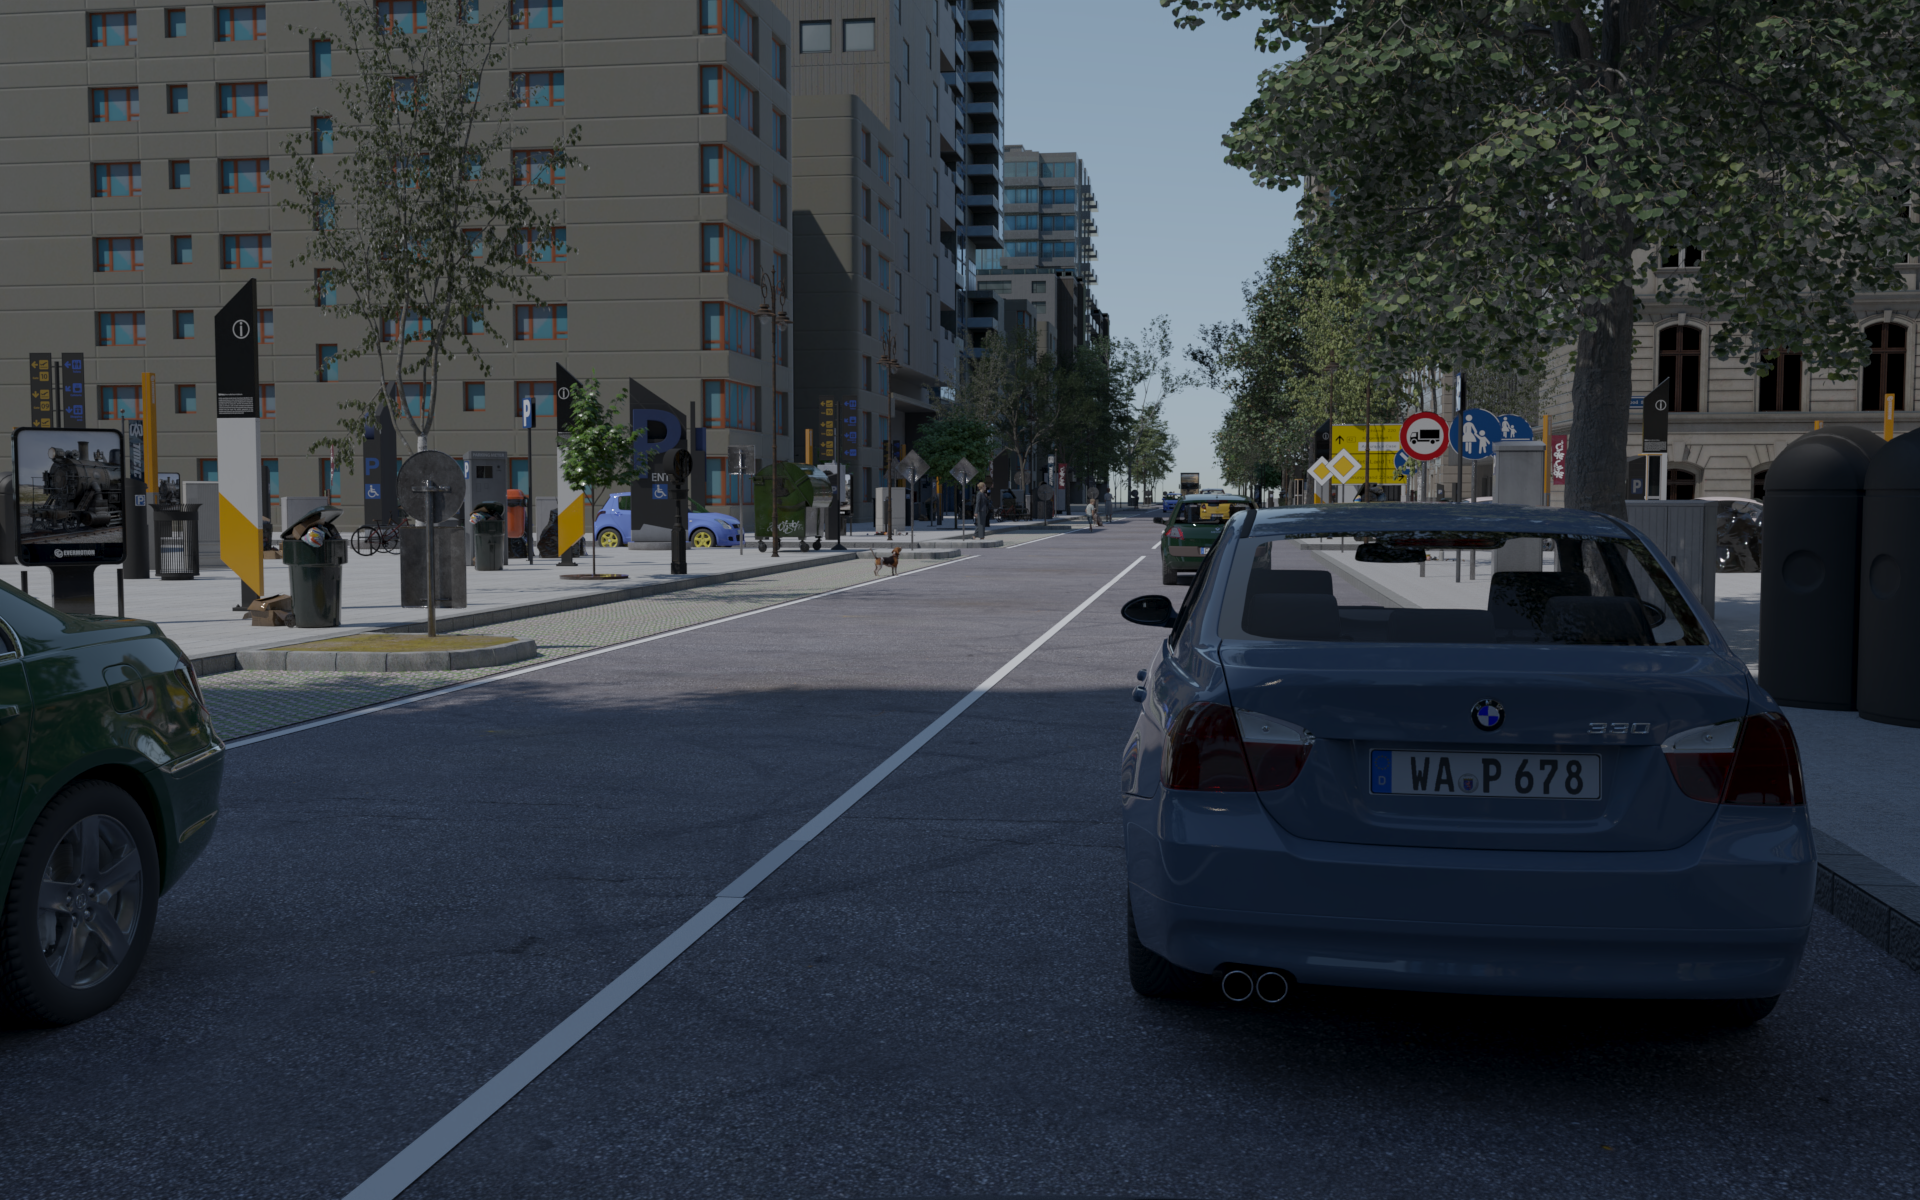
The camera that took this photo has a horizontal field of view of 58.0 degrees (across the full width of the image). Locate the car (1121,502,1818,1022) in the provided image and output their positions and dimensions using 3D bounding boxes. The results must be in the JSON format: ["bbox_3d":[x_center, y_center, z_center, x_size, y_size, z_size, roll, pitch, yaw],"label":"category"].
[{"bbox_3d":[1.541,0.361,6.094,2.014,1.417,4.499,1,4,9],"label":"car"}]

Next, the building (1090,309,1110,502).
[{"bbox_3d":[15.590,-30.281,266.797,14.160,30.474,14.107,1,4,8],"label":"building"}]

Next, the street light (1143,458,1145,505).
[{"bbox_3d":[21.847,-14.257,205.890,0.468,5.910,1.993,1,4,8],"label":"street light"}]

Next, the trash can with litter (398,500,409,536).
[{"bbox_3d":[-16.482,-2.376,50.234,0.624,1.170,1.055,3,5,42],"label":"trash can with litter"}]

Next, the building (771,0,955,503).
[{"bbox_3d":[-15.183,-31.824,109.557,28.713,52.752,27.495,1,4,8],"label":"building"}]

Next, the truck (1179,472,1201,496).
[{"bbox_3d":[30.106,-14.549,226.787,2.839,4.237,11.283,0,4,8],"label":"truck"}]

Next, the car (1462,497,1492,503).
[{"bbox_3d":[12.334,-1.773,41.350,4.827,1.381,2.083,0,4,8],"label":"car"}]

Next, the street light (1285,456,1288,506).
[{"bbox_3d":[15.817,-6.790,83.803,0.468,5.910,1.993,1,4,8],"label":"street light"}]

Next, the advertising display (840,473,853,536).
[{"bbox_3d":[-3.658,-2.937,53.241,0.974,1.923,0.123,3,5,41],"label":"advertising display"}]

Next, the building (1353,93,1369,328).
[{"bbox_3d":[41.031,-28.502,149.606,14.154,41.232,14.086,1,4,8],"label":"building"}]

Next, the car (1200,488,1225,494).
[{"bbox_3d":[16.623,-6.446,114.062,2.281,1.827,5.304,0,4,8],"label":"car"}]

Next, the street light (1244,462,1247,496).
[{"bbox_3d":[32.335,-13.609,195.287,0.468,5.910,1.993,1,4,8],"label":"street light"}]

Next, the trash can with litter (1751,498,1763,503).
[{"bbox_3d":[20.775,-2.023,44.458,0.624,1.170,1.055,-2,4,-28],"label":"trash can with litter"}]

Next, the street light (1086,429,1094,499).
[{"bbox_3d":[9.458,-9.206,123.307,0.468,5.910,1.993,1,4,8],"label":"street light"}]

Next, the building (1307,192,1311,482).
[{"bbox_3d":[59.268,-37.853,238.497,23.786,49.044,30.456,1,4,8],"label":"building"}]

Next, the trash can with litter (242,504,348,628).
[{"bbox_3d":[-6.456,-0.327,16.727,1.055,1.170,0.624,1,4,18],"label":"trash can with litter"}]

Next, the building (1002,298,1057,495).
[{"bbox_3d":[-5.621,-19.872,169.941,27.650,21.520,28.899,1,4,8],"label":"building"}]

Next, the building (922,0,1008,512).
[{"bbox_3d":[-7.072,-50.476,137.948,22.319,86.520,31.000,1,4,8],"label":"building"}]

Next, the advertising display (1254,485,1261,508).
[{"bbox_3d":[20.421,-6.955,118.927,0.123,1.923,0.974,-1,4,-10],"label":"advertising display"}]

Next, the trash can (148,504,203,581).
[{"bbox_3d":[-11.692,-0.868,25.851,0.748,1.137,0.748,0,3,0],"label":"trash can"}]

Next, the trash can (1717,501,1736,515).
[{"bbox_3d":[16.050,-1.537,36.776,0.748,1.137,0.748,0,3,0],"label":"trash can"}]

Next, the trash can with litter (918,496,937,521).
[{"bbox_3d":[-1.477,-4.304,81.761,0.624,1.170,1.055,3,5,40],"label":"trash can with litter"}]

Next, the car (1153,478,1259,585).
[{"bbox_3d":[4.193,-1.150,28.590,2.009,1.686,4.222,0,4,7],"label":"car"}]

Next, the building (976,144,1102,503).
[{"bbox_3d":[7.829,-38.200,244.177,23.786,49.044,30.456,1,4,8],"label":"building"}]

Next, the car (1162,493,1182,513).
[{"bbox_3d":[16.654,-7.648,134.635,1.945,1.707,3.694,1,4,8],"label":"car"}]

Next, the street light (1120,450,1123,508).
[{"bbox_3d":[14.742,-11.369,158.668,0.468,5.910,1.993,1,4,8],"label":"street light"}]

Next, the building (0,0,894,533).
[{"bbox_3d":[-18.980,-13.864,71.718,27.650,21.520,28.899,1,4,8],"label":"building"}]

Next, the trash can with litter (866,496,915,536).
[{"bbox_3d":[-2.091,-2.641,54.235,1.678,1.210,2.233,1,4,8],"label":"trash can with litter"}]

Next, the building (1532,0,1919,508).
[{"bbox_3d":[37.596,-14.488,55.970,34.723,24.649,14.460,1,4,8],"label":"building"}]

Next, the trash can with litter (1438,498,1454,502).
[{"bbox_3d":[13.545,-2.303,49.038,0.624,1.170,1.055,-1,4,-11],"label":"trash can with litter"}]

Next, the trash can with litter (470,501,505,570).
[{"bbox_3d":[-8.035,-1.089,29.198,0.624,1.170,1.055,-2,4,-26],"label":"trash can with litter"}]

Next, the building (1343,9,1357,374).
[{"bbox_3d":[48.231,-38.375,169.435,21.231,58.520,28.212,1,4,8],"label":"building"}]

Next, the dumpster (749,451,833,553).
[{"bbox_3d":[-3.776,-2.209,38.619,1.502,2.255,1.985,1,4,8],"label":"dumpster"}]

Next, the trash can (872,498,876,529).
[{"bbox_3d":[-2.887,-3.185,63.733,0.748,1.137,0.748,0,3,0],"label":"trash can"}]

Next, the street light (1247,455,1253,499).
[{"bbox_3d":[27.078,-11.473,160.373,0.468,5.910,1.993,1,4,8],"label":"street light"}]

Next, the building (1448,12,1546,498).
[{"bbox_3d":[31.690,-17.562,80.646,14.314,27.812,24.014,1,4,8],"label":"building"}]

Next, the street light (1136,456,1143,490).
[{"bbox_3d":[19.808,-13.485,193.261,0.468,5.910,1.993,1,4,8],"label":"street light"}]

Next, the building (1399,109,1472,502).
[{"bbox_3d":[33.769,-18.844,105.356,12.463,27.353,25.104,1,4,8],"label":"building"}]

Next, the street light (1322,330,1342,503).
[{"bbox_3d":[10.489,-4.659,48.968,0.468,5.910,1.993,1,4,8],"label":"street light"}]

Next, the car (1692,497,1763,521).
[{"bbox_3d":[17.900,-1.683,39.874,4.827,1.381,2.083,1,4,10],"label":"car"}]

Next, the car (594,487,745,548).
[{"bbox_3d":[-7.182,-2.039,42.921,3.694,1.707,1.945,1,4,9],"label":"car"}]

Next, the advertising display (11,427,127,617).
[{"bbox_3d":[-8.649,-0.712,16.850,0.974,1.923,0.123,-3,4,-39],"label":"advertising display"}]

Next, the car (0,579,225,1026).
[{"bbox_3d":[-3.414,0.509,3.480,2.131,1.459,4.920,0,4,6],"label":"car"}]

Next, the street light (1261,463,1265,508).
[{"bbox_3d":[21.918,-9.358,125.794,0.468,5.910,1.993,1,4,8],"label":"street light"}]

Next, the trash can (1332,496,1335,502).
[{"bbox_3d":[23.122,-5.829,106.964,0.748,1.137,0.748,0,3,0],"label":"trash can"}]

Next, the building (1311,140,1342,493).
[{"bbox_3d":[51.185,-34.665,216.880,14.600,45.320,14.200,1,4,8],"label":"building"}]

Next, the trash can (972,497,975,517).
[{"bbox_3d":[1.018,-5.193,96.551,0.748,1.137,0.748,0,3,0],"label":"trash can"}]

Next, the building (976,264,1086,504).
[{"bbox_3d":[8.614,-27.550,222.140,14.160,30.474,14.107,1,4,8],"label":"building"}]

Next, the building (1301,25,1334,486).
[{"bbox_3d":[60.803,-50.488,263.728,20.563,71.187,20.611,1,4,8],"label":"building"}]
